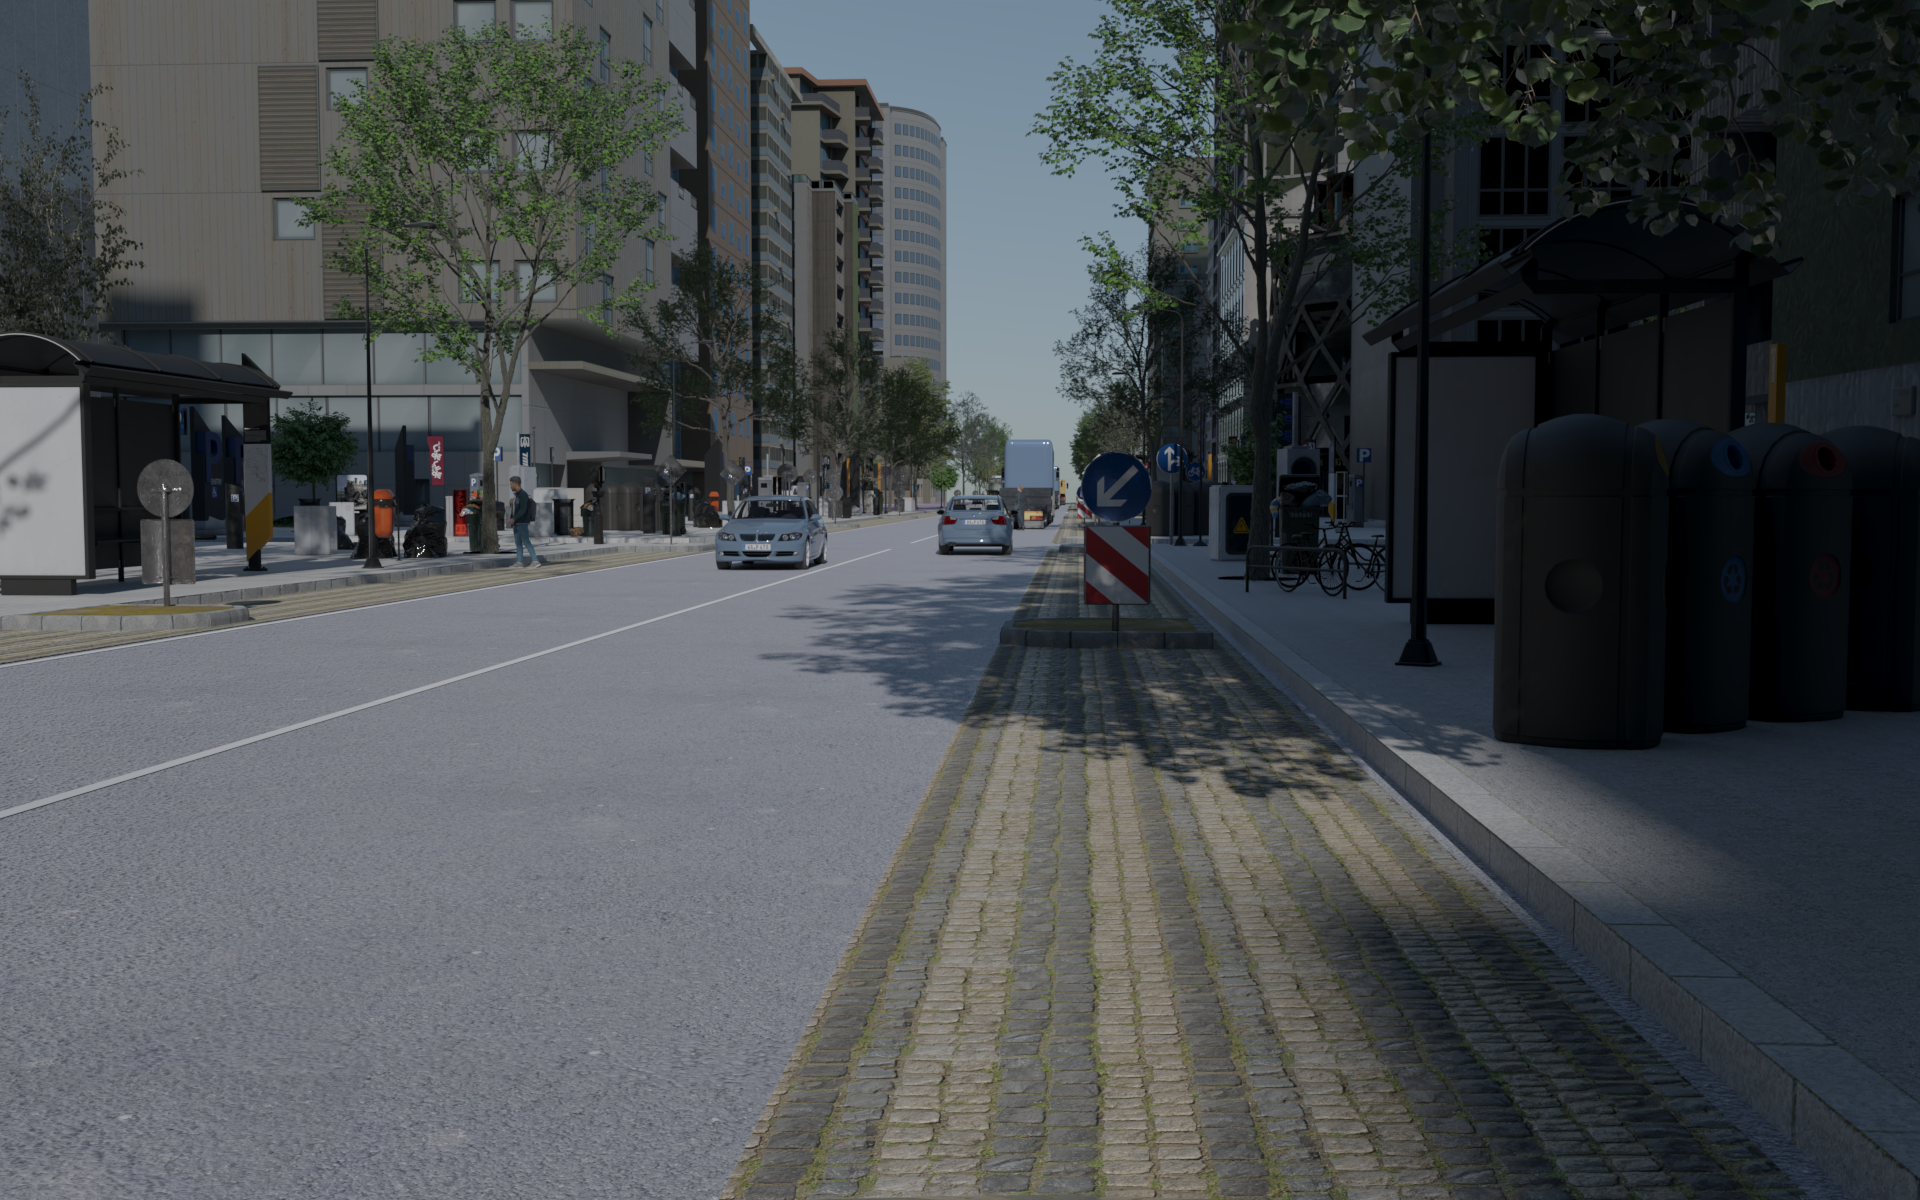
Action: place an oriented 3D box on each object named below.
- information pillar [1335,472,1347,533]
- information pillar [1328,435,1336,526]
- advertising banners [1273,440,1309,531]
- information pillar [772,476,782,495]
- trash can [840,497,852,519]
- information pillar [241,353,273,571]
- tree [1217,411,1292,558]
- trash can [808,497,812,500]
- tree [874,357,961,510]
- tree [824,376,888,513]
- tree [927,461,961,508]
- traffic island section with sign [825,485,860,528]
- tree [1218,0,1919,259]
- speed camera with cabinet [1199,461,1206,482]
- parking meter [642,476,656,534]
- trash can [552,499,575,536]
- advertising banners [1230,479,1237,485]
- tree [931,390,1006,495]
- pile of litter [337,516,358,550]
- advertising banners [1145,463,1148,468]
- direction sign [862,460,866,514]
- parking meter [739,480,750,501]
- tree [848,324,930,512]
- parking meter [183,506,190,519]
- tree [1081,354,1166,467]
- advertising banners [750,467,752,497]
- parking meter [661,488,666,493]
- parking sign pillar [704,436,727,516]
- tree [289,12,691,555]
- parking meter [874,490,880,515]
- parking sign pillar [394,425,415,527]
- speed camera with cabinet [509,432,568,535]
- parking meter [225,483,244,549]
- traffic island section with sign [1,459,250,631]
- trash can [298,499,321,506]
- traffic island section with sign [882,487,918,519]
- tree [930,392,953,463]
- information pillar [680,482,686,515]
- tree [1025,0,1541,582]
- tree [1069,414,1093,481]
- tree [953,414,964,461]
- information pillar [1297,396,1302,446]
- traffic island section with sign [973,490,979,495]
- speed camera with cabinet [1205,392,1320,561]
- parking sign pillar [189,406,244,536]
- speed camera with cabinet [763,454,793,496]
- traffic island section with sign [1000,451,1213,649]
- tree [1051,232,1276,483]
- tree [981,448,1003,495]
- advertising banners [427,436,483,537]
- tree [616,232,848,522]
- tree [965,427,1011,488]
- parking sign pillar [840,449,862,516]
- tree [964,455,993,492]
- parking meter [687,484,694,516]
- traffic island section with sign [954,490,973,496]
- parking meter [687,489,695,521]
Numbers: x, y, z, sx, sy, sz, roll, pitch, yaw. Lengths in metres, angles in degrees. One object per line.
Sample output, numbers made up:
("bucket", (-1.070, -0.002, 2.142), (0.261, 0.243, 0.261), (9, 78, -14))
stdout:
("information pillar", (12.507, -3.199, 56.802), (0.304, 2.012, 0.304), (2, 4, 28))
("information pillar", (14.928, -4.776, 69.440), (0.183, 3.616, 0.504), (-1, 4, -13))
("advertising banners", (10.418, -3.666, 56.123), (2.074, 3.025, 0.090), (-2, 4, -24))
("information pillar", (-7.380, -4.005, 69.971), (0.304, 2.012, 0.304), (3, 5, 41))
("trash can", (-5.983, -4.847, 90.900), (0.748, 1.137, 0.748), (0, 3, 0))
("information pillar", (-11.675, -2.288, 28.760), (0.504, 3.616, 0.183), (1, 4, 16))
("tree", (5.953, -2.485, 35.233), (1.663, 3.219, 1.824), (0, 3, 0))
("trash can", (-7.833, -4.644, 87.578), (0.748, 1.137, 0.748), (0, 3, 0))
("tree", (-3.700, -13.754, 143.001), (7.486, 12.596, 7.792), (0, 3, 0))
("tree", (-6.292, -9.591, 107.179), (4.360, 8.622, 3.978), (0, 3, 0))
("tree", (-1.571, -11.047, 164.328), (4.285, 4.588, 4.351), (0, 3, 0))
("traffic island section with sign", (-5.329, -3.998, 73.998), (1.989, 1.847, 2.006), (0, 4, 4))
("tree", (3.664, -5.967, 4.224), (9.857, 13.997, 8.962), (0, 3, 0))
("speed camera with cabinet", (15.517, -6.781, 105.209), (2.038, 3.252, 0.660), (0, 4, -8))
("parking meter", (-10.035, -3.075, 55.990), (0.399, 1.863, 0.255), (1, 4, 8))
("trash can", (-12.264, -2.566, 53.608), (0.748, 1.137, 0.748), (0, 3, 0))
("advertising banners", (14.172, -5.483, 85.831), (2.074, 3.025, 0.090), (3, 5, 44))
("tree", (0.567, -17.858, 202.348), (12.009, 13.543, 11.850), (0, 3, 0))
("pile of litter", (-14.319, -1.617, 40.399), (1.176, 0.858, 1.719), (-2, 4, -29))
("advertising banners", (10.869, -6.149, 96.715), (2.074, 3.025, 0.090), (-3, 5, -39))
("direction sign", (-6.362, -7.484, 114.368), (0.379, 3.537, 0.876), (-1, 4, -17))
("parking meter", (-8.810, -3.976, 70.723), (0.399, 1.863, 0.255), (-2, 4, -26))
("tree", (-6.609, -9.694, 92.910), (8.767, 10.594, 7.601), (-1, 4, -9))
("parking meter", (-25.903, -3.019, 57.774), (0.372, 1.533, 0.369), (0, 3, 0))
("tree", (8.746, -8.554, 90.228), (4.360, 8.622, 3.978), (0, 3, 0))
("advertising banners", (-13.623, -7.065, 111.692), (0.090, 3.025, 2.074), (0, 4, 6))
("parking meter", (-11.599, -3.598, 67.234), (0.372, 1.533, 0.369), (0, 3, 0))
("parking sign pillar", (-11.400, -5.653, 80.899), (1.447, 3.967, 1.447), (-3, 5, -42))
("tree", (-9.958, -6.802, 36.973), (9.928, 11.665, 9.643), (0, 3, 0))
("parking meter", (-5.046, -5.898, 104.835), (0.372, 1.533, 0.369), (0, 3, 0))
("parking sign pillar", (-21.963, -4.894, 68.484), (1.447, 3.967, 1.447), (-2, 4, -32))
("speed camera with cabinet", (-13.501, -3.738, 55.454), (2.038, 3.252, 0.660), (2, 4, 31))
("parking meter", (-16.981, -1.965, 40.532), (0.372, 1.533, 0.369), (0, 3, 0))
("traffic island section with sign", (-8.995, -0.635, 19.004), (1.989, 1.847, 2.006), (0, 4, 4))
("trash can", (-20.776, -2.673, 55.364), (0.748, 1.137, 0.748), (0, 3, 0))
("traffic island section with sign", (-3.503, -5.665, 101.255), (1.989, 1.847, 2.006), (0, 4, 4))
("tree", (-4.595, -11.377, 120.422), (7.601, 10.594, 8.767), (0, 4, -2))
("information pillar", (-17.197, -6.301, 107.515), (0.304, 2.012, 0.304), (0, 4, 8))
("tree", (4.516, -6.091, 25.351), (9.928, 11.665, 9.643), (0, 3, 0))
("tree", (18.380, -19.648, 239.364), (7.486, 12.596, 7.792), (0, 3, 0))
("tree", (-3.304, -12.186, 133.658), (8.767, 10.594, 7.601), (2, 4, 29))
("information pillar", (7.997, -3.065, 41.470), (0.183, 3.616, 0.504), (-2, 4, -24))
("traffic island section with sign", (1.649, -10.395, 178.579), (1.989, 1.847, 2.006), (0, 4, 4))
("speed camera with cabinet", (5.862, -2.385, 33.333), (2.038, 3.252, 0.660), (-1, 4, -12))
("parking sign pillar", (-23.419, -4.002, 53.901), (1.447, 3.967, 1.447), (0, 4, 2))
("speed camera with cabinet", (-8.932, -5.546, 85.019), (0.660, 3.252, 2.038), (-3, 4, -36))
("traffic island section with sign", (1.402, -0.506, 16.902), (1.989, 1.847, 2.006), (0, 4, 4))
("tree", (7.014, -7.744, 61.027), (8.767, 10.594, 7.601), (1, 4, 17))
("tree", (3.881, -18.283, 249.295), (4.737, 8.622, 4.395), (0, 3, 0))
("advertising banners", (-14.957, -3.409, 51.921), (2.074, 3.025, 0.090), (0, 4, 6))
("tree", (-8.562, -7.820, 62.268), (7.601, 10.594, 8.767), (0, 4, 5))
("tree", (5.490, -22.471, 284.409), (9.611, 12.733, 9.660), (0, 3, 0))
("parking sign pillar", (-6.515, -6.950, 102.102), (1.447, 3.967, 1.447), (3, 5, 43))
("tree", (2.439, -17.448, 235.641), (4.360, 8.622, 3.978), (0, 3, 0))
("parking meter", (-15.907, -5.910, 102.342), (0.399, 1.863, 0.255), (2, 4, 26))
("traffic island section with sign", (-0.165, -8.727, 151.309), (1.989, 1.847, 2.006), (0, 4, 4))
("parking meter", (-12.758, -4.519, 82.298), (0.372, 1.533, 0.369), (0, 3, 0))
